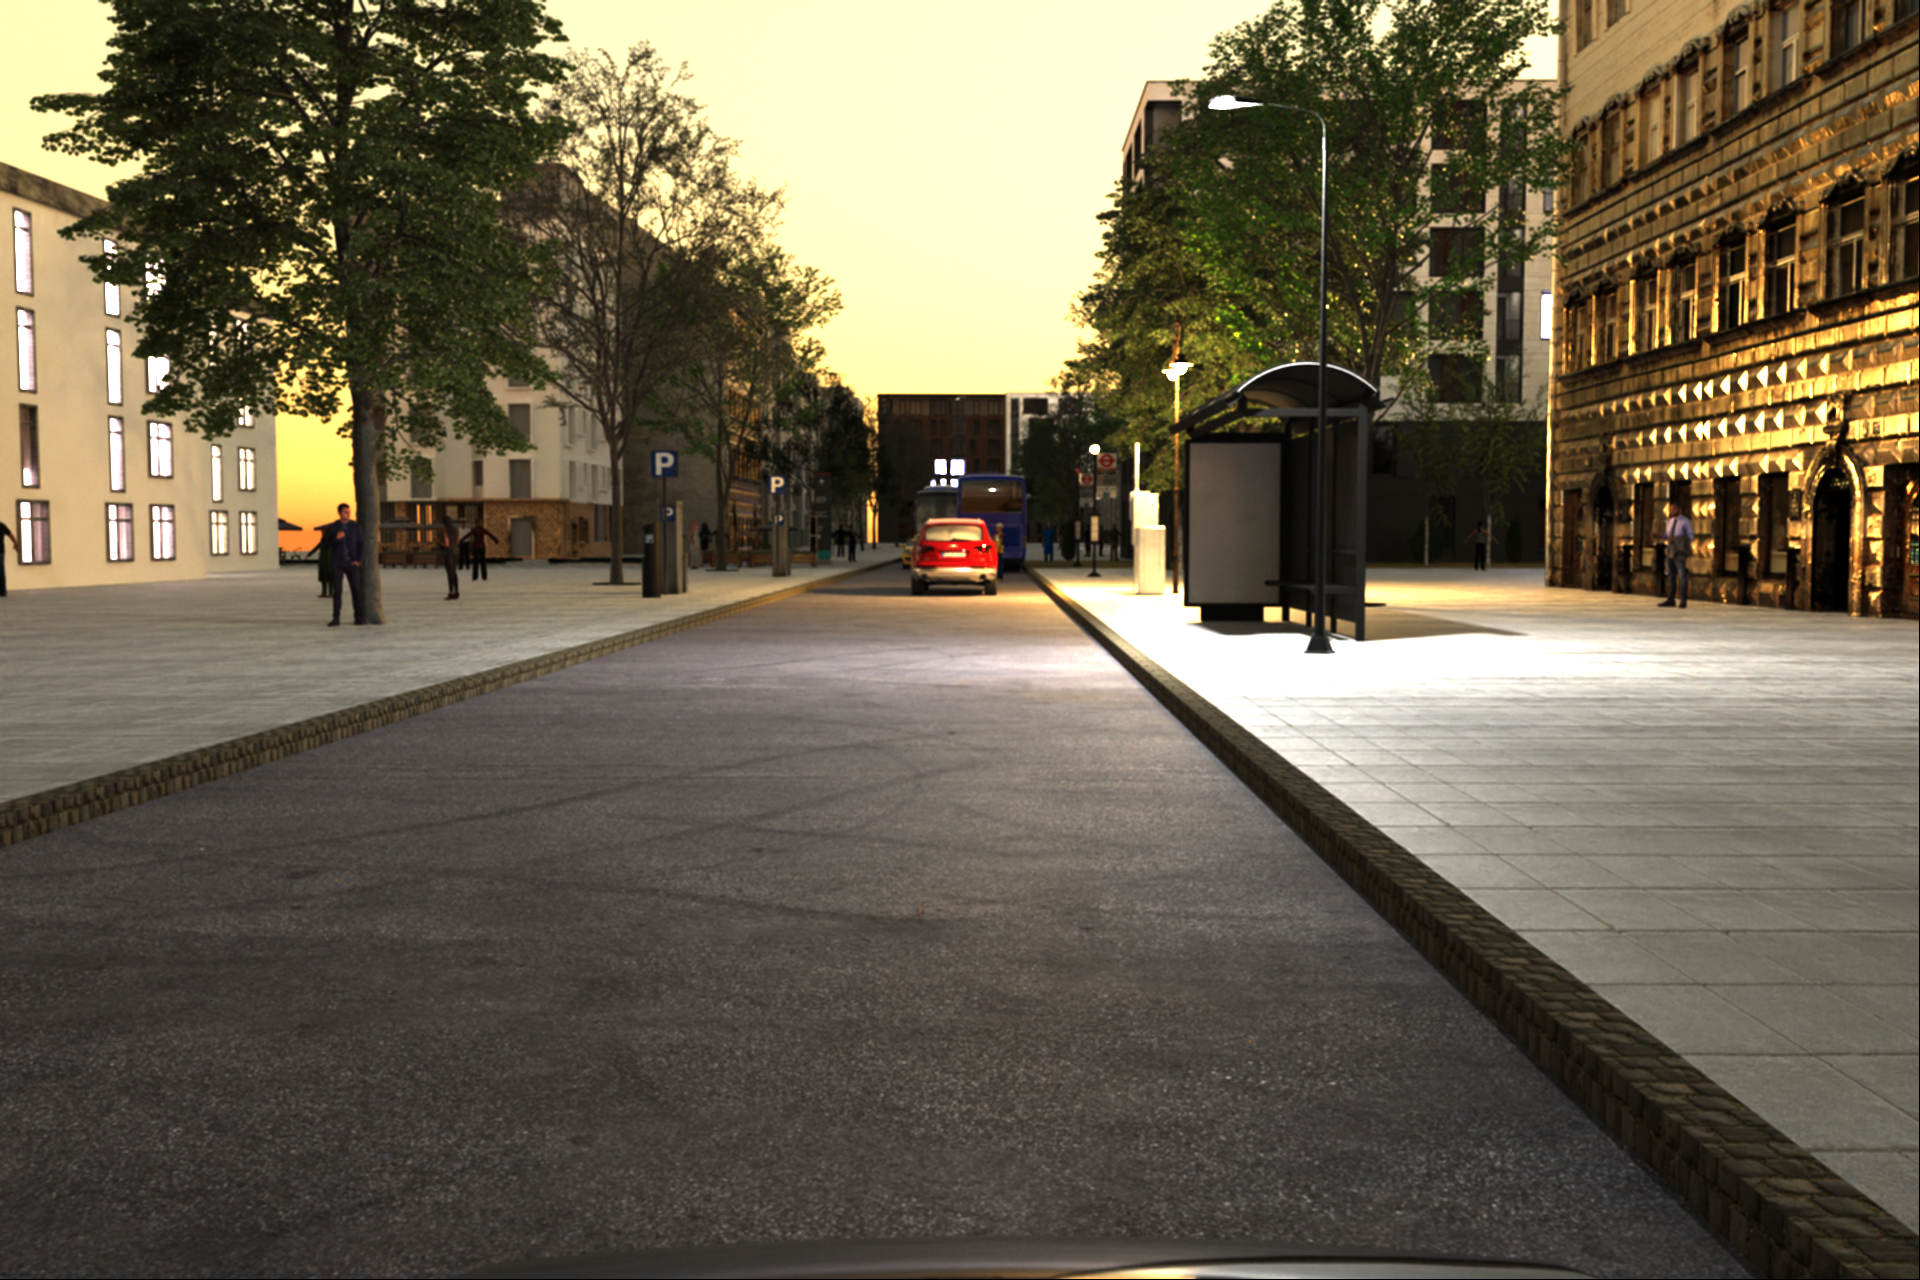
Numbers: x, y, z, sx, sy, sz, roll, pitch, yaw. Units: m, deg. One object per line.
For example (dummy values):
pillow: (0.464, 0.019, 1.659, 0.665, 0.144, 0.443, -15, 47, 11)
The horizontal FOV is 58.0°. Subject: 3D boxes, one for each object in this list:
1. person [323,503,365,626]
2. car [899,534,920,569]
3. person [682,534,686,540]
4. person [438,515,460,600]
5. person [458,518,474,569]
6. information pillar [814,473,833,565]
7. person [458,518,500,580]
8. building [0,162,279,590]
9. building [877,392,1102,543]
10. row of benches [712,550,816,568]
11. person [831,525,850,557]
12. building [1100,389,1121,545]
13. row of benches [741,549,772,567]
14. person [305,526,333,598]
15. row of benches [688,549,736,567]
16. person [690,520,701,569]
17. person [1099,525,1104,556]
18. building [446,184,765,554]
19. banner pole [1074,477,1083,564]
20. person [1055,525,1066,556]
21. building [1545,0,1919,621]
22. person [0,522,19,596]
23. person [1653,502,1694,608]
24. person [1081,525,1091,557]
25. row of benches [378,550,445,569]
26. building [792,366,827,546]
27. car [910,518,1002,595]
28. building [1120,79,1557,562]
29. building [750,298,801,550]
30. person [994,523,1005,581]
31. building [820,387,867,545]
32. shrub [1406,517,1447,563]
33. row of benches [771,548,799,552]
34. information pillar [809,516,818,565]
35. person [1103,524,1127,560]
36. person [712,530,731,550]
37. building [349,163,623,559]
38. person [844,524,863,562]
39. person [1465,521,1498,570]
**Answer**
person: (-8.614, -1.057, 24.244, 0.541, 1.710, 0.530, -1, 4, -9)
car: (-1.500, -3.796, 72.292, 2.015, 1.641, 3.980, 0, 4, 1)
person: (-16.429, -5.852, 101.609, 0.705, 1.837, 1.347, 1, 4, 17)
person: (-10.009, -1.615, 33.920, 0.415, 1.643, 0.593, -1, 4, -20)
person: (-17.968, -3.480, 62.694, 1.343, 1.855, 0.704, 0, 4, -5)
information pillar: (-5.799, -5.127, 73.198, 0.750, 3.857, 0.750, 0, 4, 1)
person: (-13.379, -2.527, 48.129, 1.215, 1.729, 0.721, -2, 4, -29)
building: (-25.895, -6.554, 49.301, 9.099, 9.664, 28.070, 0, 4, 1)
building: (4.044, -25.370, 261.232, 32.646, 21.610, 27.936, 0, 4, -2)
row of benches: (-7.402, -3.100, 66.154, 4.104, 0.672, 1.422, -1, 4, -12)
person: (-6.709, -5.584, 97.478, 1.347, 1.806, 0.705, -1, 4, -12)
building: (27.194, -21.549, 218.781, 16.747, 18.905, 31.486, 0, 4, 1)
row of benches: (-8.116, -3.354, 70.293, 1.422, 0.672, 4.104, 1, 4, 9)
person: (-12.855, -1.576, 34.986, 0.989, 1.438, 0.599, 2, 4, 29)
row of benches: (-9.995, -3.346, 70.176, 1.422, 0.672, 4.104, 1, 4, 12)
person: (-9.801, -3.527, 63.812, 0.704, 1.811, 1.347, -1, 4, -11)
person: (8.189, -5.738, 99.947, 0.705, 1.813, 1.348, 0, 4, -2)
building: (-23.810, -17.526, 117.471, 19.493, 23.208, 18.063, 0, 4, 1)
banner pole: (5.157, -5.203, 75.078, 0.401, 3.779, 0.863, 0, 4, 0)
person: (6.000, -5.721, 99.679, 1.345, 1.843, 0.704, -2, 4, -30)
building: (23.312, -12.311, 32.214, 19.493, 23.208, 18.063, 0, 4, 1)
person: (-19.843, -1.796, 35.590, 0.705, 1.803, 1.348, 1, 4, 16)
person: (12.371, -1.482, 30.135, 0.599, 1.838, 0.709, -1, 4, -22)
person: (7.224, -5.622, 98.053, 0.704, 1.812, 1.346, 3, 5, 43)
row of benches: (-21.005, -3.036, 65.101, 4.104, 0.672, 1.422, 1, 4, 22)
building: (-24.634, -19.799, 190.175, 16.747, 18.905, 31.486, 0, 4, 2)
car: (-0.110, -2.047, 42.142, 2.281, 1.827, 5.304, 0, 4, 1)
building: (22.570, -15.329, 94.600, 27.936, 21.610, 32.646, 0, 4, 1)
building: (-23.088, -16.880, 142.441, 16.747, 18.905, 31.486, 0, 4, 0)
person: (1.102, -2.675, 52.652, 0.721, 1.772, 1.216, -1, 4, -18)
building: (-21.458, -21.850, 223.706, 16.747, 18.905, 31.486, 0, 4, 1)
shrub: (20.556, -4.423, 76.359, 1.661, 2.075, 1.752, 0, 3, 0)
row of benches: (-7.851, -3.730, 76.453, 1.422, 0.672, 4.104, 0, 4, 7)
information pillar: (-6.036, -4.096, 71.454, 0.304, 2.012, 0.304, 0, 4, 2)
person: (7.562, -4.805, 84.832, 1.348, 1.796, 0.705, -1, 4, -23)
person: (-13.326, -5.477, 95.772, 1.346, 1.802, 0.704, 0, 4, 5)
building: (-25.072, -14.274, 89.804, 16.016, 20.090, 11.380, 0, 3, 0)
person: (-4.934, -4.487, 80.090, 0.721, 1.740, 1.216, 3, 5, 42)
person: (18.421, -3.328, 61.220, 1.217, 1.737, 0.721, 3, 4, 38)
